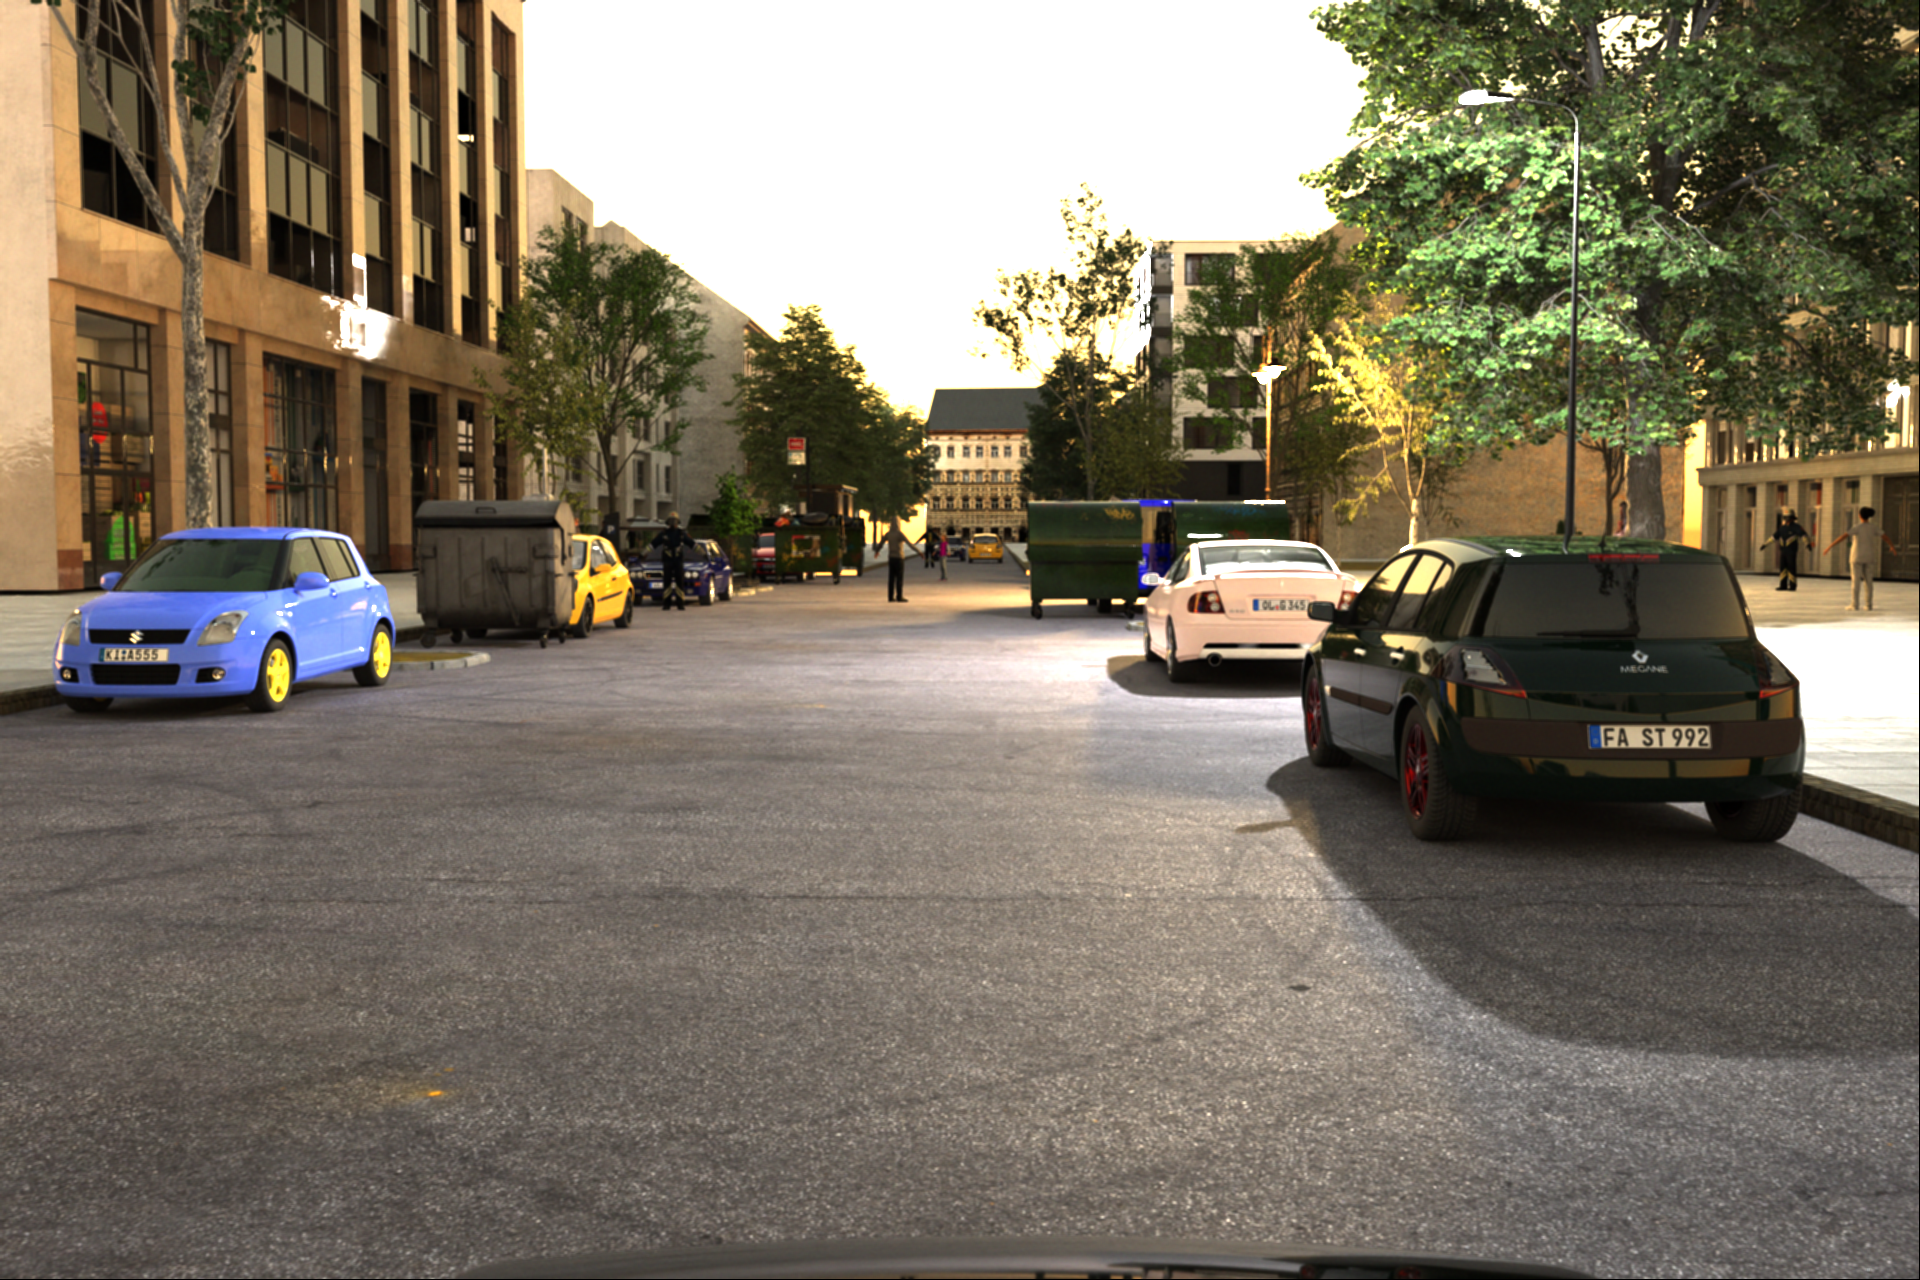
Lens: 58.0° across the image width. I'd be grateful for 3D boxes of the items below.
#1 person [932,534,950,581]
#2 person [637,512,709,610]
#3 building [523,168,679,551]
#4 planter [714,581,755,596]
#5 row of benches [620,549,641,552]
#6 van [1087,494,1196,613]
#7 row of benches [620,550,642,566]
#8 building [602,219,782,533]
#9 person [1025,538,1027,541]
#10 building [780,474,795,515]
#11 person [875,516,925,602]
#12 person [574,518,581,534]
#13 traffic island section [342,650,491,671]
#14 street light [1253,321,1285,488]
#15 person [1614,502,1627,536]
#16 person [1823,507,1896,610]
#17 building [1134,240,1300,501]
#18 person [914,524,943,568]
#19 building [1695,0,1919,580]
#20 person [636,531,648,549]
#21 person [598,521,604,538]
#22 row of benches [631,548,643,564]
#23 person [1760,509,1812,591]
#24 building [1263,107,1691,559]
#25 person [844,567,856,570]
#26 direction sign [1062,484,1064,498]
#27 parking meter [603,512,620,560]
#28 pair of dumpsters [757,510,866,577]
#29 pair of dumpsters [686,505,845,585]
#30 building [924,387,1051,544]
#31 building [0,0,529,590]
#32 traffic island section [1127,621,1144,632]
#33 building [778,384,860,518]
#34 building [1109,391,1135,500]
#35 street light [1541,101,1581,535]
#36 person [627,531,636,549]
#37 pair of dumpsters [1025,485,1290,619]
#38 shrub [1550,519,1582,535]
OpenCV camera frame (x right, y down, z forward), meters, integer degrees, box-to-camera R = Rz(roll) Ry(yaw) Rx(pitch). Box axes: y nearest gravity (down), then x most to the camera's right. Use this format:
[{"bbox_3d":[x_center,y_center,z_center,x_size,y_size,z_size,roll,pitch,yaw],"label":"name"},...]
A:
[{"bbox_3d":[-0.561,-2.518,52.890,0.599,1.433,0.991,-2,4,-32],"label":"person"},{"bbox_3d":[-5.413,-1.496,32.699,1.354,1.856,0.705,0,4,-8],"label":"person"},{"bbox_3d":[-27.595,-14.284,99.998,16.747,18.905,31.486,0,4,2],"label":"building"},{"bbox_3d":[-5.882,-1.204,40.827,1.991,0.319,1.994,0,4,1],"label":"planter"},{"bbox_3d":[-14.167,-3.553,73.560,4.104,0.672,1.422,1,4,14],"label":"row of benches"},{"bbox_3d":[3.456,-1.756,33.088,2.240,2.365,5.245,0,4,1],"label":"van"},{"bbox_3d":[-14.368,-3.371,70.580,4.104,0.672,1.422,3,5,41],"label":"row of benches"},{"bbox_3d":[-24.105,-18.322,130.485,19.493,23.208,18.063,0,4,1],"label":"building"},{"bbox_3d":[4.038,-5.357,93.561,0.705,1.833,1.349,3,5,44],"label":"person"},{"bbox_3d":[-21.624,-15.063,188.429,9.099,9.664,28.070,0,4,0],"label":"building"},{"bbox_3d":[-1.329,-1.712,36.579,1.348,1.813,0.705,3,4,38],"label":"person"},{"bbox_3d":[-11.434,-2.732,51.265,0.434,1.755,0.990,0,4,-5],"label":"person"},{"bbox_3d":[-6.292,0.233,19.054,1.991,0.108,1.994,0,4,1],"label":"traffic island section"},{"bbox_3d":[6.705,-3.970,37.698,0.468,5.910,1.993,0,4,1],"label":"street light"},{"bbox_3d":[9.480,-1.092,24.573,0.621,1.740,0.551,0,4,-5],"label":"person"},{"bbox_3d":[15.203,-1.374,29.240,1.217,1.739,0.721,0,4,1],"label":"person"},{"bbox_3d":[27.557,-17.918,136.932,27.936,21.610,32.646,0,4,1],"label":"building"},{"bbox_3d":[-1.295,-4.009,73.784,1.354,1.856,0.705,0,4,-6],"label":"person"},{"bbox_3d":[28.580,-12.393,49.301,8.464,21.280,15.925,0,4,1],"label":"building"},{"bbox_3d":[-16.403,-5.058,88.966,0.705,1.796,1.348,1,4,12],"label":"person"},{"bbox_3d":[-13.922,-3.772,67.812,0.704,1.812,1.346,1,4,20],"label":"person"},{"bbox_3d":[-14.294,-3.749,76.766,1.422,0.672,4.104,-1,4,-11],"label":"row of benches"},{"bbox_3d":[18.713,-2.035,39.147,0.704,1.845,1.351,-2,4,-24],"label":"person"},{"bbox_3d":[28.134,-16.310,97.596,19.493,23.208,18.063,0,4,2],"label":"building"},{"bbox_3d":[-3.948,-3.440,62.426,1.347,1.806,0.705,2,4,28],"label":"person"},{"bbox_3d":[4.655,-5.287,78.434,0.379,3.537,0.876,0,3,0],"label":"direction sign"},{"bbox_3d":[-9.121,-2.424,45.337,0.399,1.863,0.255,0,4,1],"label":"parking meter"},{"bbox_3d":[-5.404,-3.275,58.492,4.436,2.255,1.574,0,4,1],"label":"pair of dumpsters"},{"bbox_3d":[-5.544,-2.723,49.471,4.436,2.255,1.574,0,4,1],"label":"pair of dumpsters"},{"bbox_3d":[5.247,-25.979,258.148,18.063,23.208,19.493,1,4,9],"label":"building"},{"bbox_3d":[-29.239,-17.536,52.929,22.709,31.103,35.509,0,4,2],"label":"building"},{"bbox_3d":[3.530,-0.197,26.080,1.991,0.108,1.994,0,4,2],"label":"traffic island section"},{"bbox_3d":[-22.081,-21.592,219.493,16.747,18.905,31.486,0,4,1],"label":"building"},{"bbox_3d":[27.500,-22.851,204.536,19.493,23.208,18.063,0,4,1],"label":"building"},{"bbox_3d":[7.000,-2.794,18.229,1.470,5.913,1.316,0,4,1],"label":"street light"},{"bbox_3d":[-18.303,-5.536,96.742,0.704,1.802,1.346,1,4,20],"label":"person"},{"bbox_3d":[3.322,-1.503,29.518,4.436,2.255,1.574,0,4,1],"label":"pair of dumpsters"},{"bbox_3d":[27.186,-4.493,77.875,1.690,2.028,1.600,0,3,0],"label":"shrub"}]
